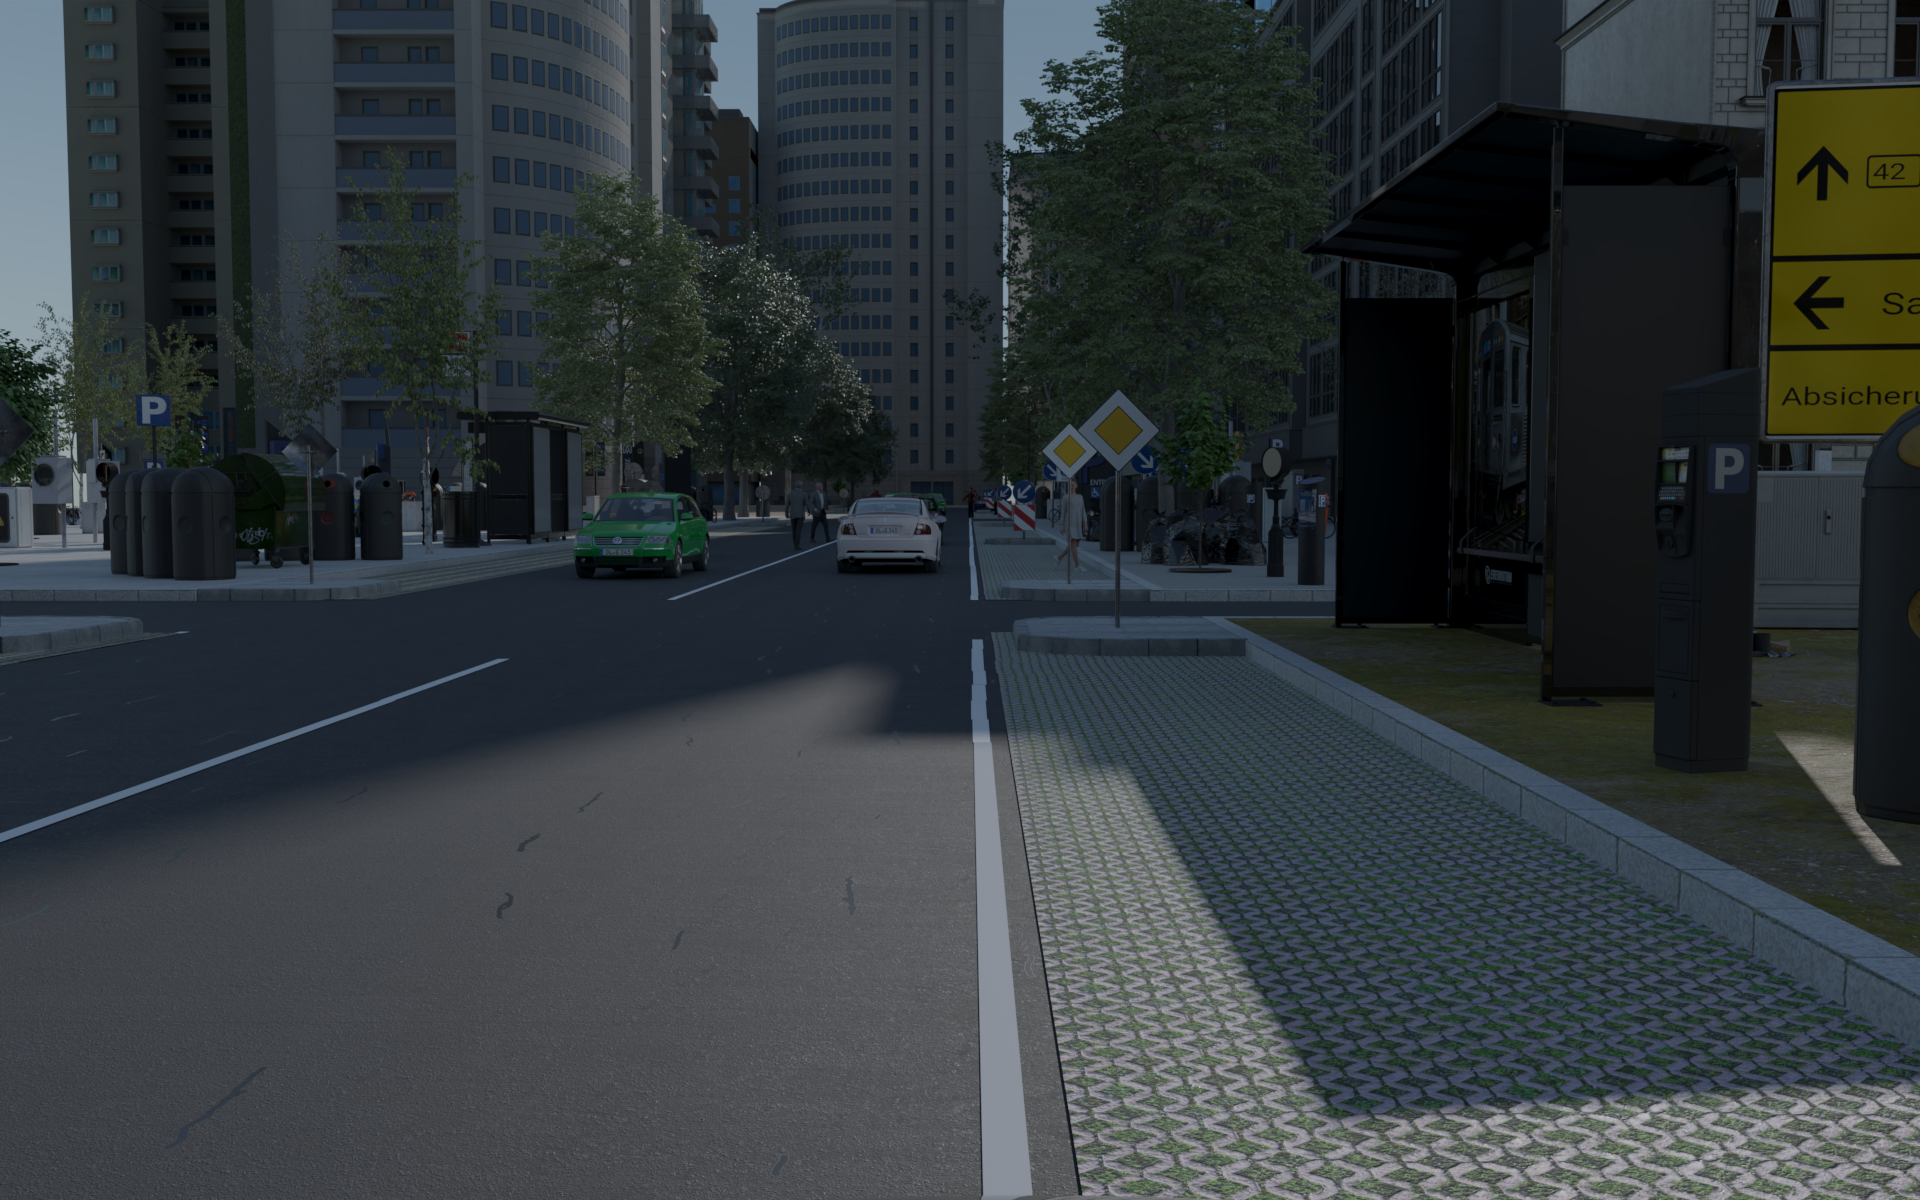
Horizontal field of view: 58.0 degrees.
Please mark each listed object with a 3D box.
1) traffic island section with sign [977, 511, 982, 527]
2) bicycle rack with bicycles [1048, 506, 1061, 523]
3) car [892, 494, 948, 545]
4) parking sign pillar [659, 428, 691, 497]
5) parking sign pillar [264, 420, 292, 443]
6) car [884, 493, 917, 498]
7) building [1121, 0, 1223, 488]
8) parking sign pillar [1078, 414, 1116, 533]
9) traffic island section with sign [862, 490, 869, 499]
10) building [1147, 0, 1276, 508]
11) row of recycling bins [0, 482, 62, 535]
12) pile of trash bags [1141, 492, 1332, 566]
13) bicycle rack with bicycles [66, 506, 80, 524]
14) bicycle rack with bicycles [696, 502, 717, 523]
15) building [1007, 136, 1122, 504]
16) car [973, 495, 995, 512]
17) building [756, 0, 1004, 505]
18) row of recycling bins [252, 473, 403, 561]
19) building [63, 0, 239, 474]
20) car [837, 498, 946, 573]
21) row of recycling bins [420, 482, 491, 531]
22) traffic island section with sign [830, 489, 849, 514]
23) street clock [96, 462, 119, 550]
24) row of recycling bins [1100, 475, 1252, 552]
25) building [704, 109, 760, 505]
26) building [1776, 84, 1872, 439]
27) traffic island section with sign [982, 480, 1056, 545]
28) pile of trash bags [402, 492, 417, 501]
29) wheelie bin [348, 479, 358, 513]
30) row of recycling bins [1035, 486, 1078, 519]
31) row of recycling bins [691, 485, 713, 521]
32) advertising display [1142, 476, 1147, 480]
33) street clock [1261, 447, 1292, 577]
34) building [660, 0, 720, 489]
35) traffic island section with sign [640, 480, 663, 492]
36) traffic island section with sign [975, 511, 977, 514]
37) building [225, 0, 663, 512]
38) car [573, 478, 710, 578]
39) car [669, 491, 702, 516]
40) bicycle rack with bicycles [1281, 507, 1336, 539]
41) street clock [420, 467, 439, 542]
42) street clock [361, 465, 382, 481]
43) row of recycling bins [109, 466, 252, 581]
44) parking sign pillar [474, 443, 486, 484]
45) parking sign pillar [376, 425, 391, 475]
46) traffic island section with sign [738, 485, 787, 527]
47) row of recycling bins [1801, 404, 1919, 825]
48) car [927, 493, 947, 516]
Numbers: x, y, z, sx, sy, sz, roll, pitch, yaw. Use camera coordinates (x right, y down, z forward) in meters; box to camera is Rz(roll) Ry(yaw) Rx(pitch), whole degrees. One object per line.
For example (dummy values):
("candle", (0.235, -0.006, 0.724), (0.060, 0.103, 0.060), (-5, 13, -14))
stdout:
("traffic island section with sign", (1.844, -4.144, 76.381), (1.989, 1.847, 2.006), (0, 4, 0))
("bicycle rack with bicycles", (5.400, -3.931, 77.648), (2.925, 0.926, 2.852), (-1, 4, -10))
("car", (-1.346, -2.452, 49.878), (2.009, 1.686, 4.222), (0, 4, -1))
("parking sign pillar", (-11.634, -5.030, 70.718), (1.447, 3.967, 1.447), (-3, 5, -44))
("parking sign pillar", (-24.740, -4.587, 63.466), (1.447, 3.967, 1.447), (2, 4, 35))
("car", (-1.982, -3.210, 61.280), (1.959, 1.807, 4.718), (0, 4, 0))
("building", (25.885, -32.383, 153.172), (21.300, 48.544, 21.600), (0, 4, 0))
("parking sign pillar", (4.597, -4.239, 57.775), (1.447, 3.967, 1.447), (2, 4, 30))
("traffic island section with sign", (-8.295, -8.862, 153.527), (1.989, 1.847, 2.006), (0, 4, 0))
("building", (26.522, -49.730, 125.758), (22.319, 86.520, 31.000), (0, 4, 0))
("row of recycling bins", (-29.910, -2.920, 54.855), (3.534, 1.692, 1.069), (1, 4, 19))
("pile of trash bags", (5.111, -1.350, 31.818), (3.447, 1.369, 1.912), (0, 4, -5))
("bicycle rack with bicycles", (-38.553, -3.763, 74.906), (2.852, 0.926, 2.925), (1, 4, 21))
("bicycle rack with bicycles", (-11.847, -3.864, 76.561), (2.852, 0.926, 2.925), (3, 5, 39))
("building", (12.592, -31.637, 200.855), (14.086, 41.232, 14.154), (0, 4, 0))
("car", (1.886, -7.594, 136.738), (1.945, 1.354, 3.894), (0, 4, -1))
("building", (-9.121, -40.471, 203.694), (28.212, 58.520, 21.231), (0, 4, 0))
("row of recycling bins", (-12.633, -1.615, 33.518), (3.534, 1.692, 1.069), (-1, 4, -14))
("building", (-63.050, -32.398, 153.405), (21.600, 48.544, 21.300), (0, 4, 0))
("car", (-1.309, -1.258, 32.938), (2.083, 1.381, 4.827), (0, 4, 0))
("row of recycling bins", (-17.416, -3.305, 61.150), (3.534, 1.692, 1.069), (1, 4, 14))
("traffic island section with sign", (-8.425, -7.207, 126.459), (1.989, 1.847, 2.006), (0, 4, 0))
("street clock", (-19.438, -2.138, 39.518), (0.471, 2.002, 0.358), (1, 4, 22))
("row of recycling bins", (4.789, -1.916, 38.432), (3.534, 1.692, 1.069), (1, 4, 22))
("building", (-30.606, -33.717, 201.384), (14.200, 45.320, 14.600), (0, 4, 0))
("building", (65.436, -32.371, 152.959), (21.600, 48.544, 21.300), (0, 4, 0))
("traffic island section with sign", (1.703, -2.495, 49.426), (1.989, 1.847, 2.006), (0, 4, 0))
("pile of trash bags", (-22.768, -4.069, 76.282), (3.447, 1.369, 1.912), (-1, 4, -13))
("wheelie bin", (-13.303, -1.765, 36.772), (0.980, 1.594, 0.693), (-2, 4, -25))
("row of recycling bins", (5.613, -5.037, 89.474), (3.534, 1.692, 1.069), (1, 4, 11))
("row of recycling bins", (-13.241, -4.580, 82.001), (3.534, 1.692, 1.069), (2, 4, 23))
("advertising display", (6.617, -3.305, 59.245), (0.123, 1.923, 0.974), (-3, 5, -43))
("street clock", (4.881, -1.356, 26.746), (0.358, 2.002, 0.471), (-2, 4, -32))
("building", (-37.028, -32.570, 152.130), (30.456, 49.044, 23.786), (0, 4, 0))
("traffic island section with sign", (-8.820, -2.488, 49.304), (1.989, 1.847, 2.006), (0, 4, 0))
("traffic island section with sign", (2.093, -7.203, 126.397), (1.989, 1.847, 2.006), (0, 4, 0))
("building", (-32.558, -34.964, 113.663), (21.231, 58.520, 28.212), (0, 4, 0))
("car", (-5.635, -1.356, 30.975), (1.959, 1.807, 4.718), (0, 4, 1))
("car", (-6.743, -1.753, 38.893), (2.015, 1.641, 3.980), (0, 4, 0))
("bicycle rack with bicycles", (9.458, -2.256, 50.270), (2.925, 0.926, 2.852), (2, 4, 24))
("street clock", (-14.177, -2.565, 46.500), (0.358, 2.002, 0.471), (0, 4, 8))
("street clock", (-14.594, -2.350, 42.998), (0.471, 2.002, 0.358), (-3, 4, -36))
("row of recycling bins", (-12.304, -1.211, 26.916), (1.069, 1.692, 3.534), (-3, 5, -44))
("parking sign pillar", (-19.372, -5.077, 71.484), (1.447, 3.967, 1.447), (-1, 4, -10))
("parking sign pillar", (-22.194, -4.788, 66.757), (1.447, 3.967, 1.447), (-1, 4, -22))
("traffic island section with sign", (-8.674, -4.145, 76.405), (1.989, 1.847, 2.006), (0, 4, 0))
("row of recycling bins", (4.469, 0.089, 5.657), (1.069, 1.692, 3.534), (-1, 4, -17))
("car", (-1.833, -6.524, 115.460), (1.959, 1.807, 4.718), (0, 4, -2))
